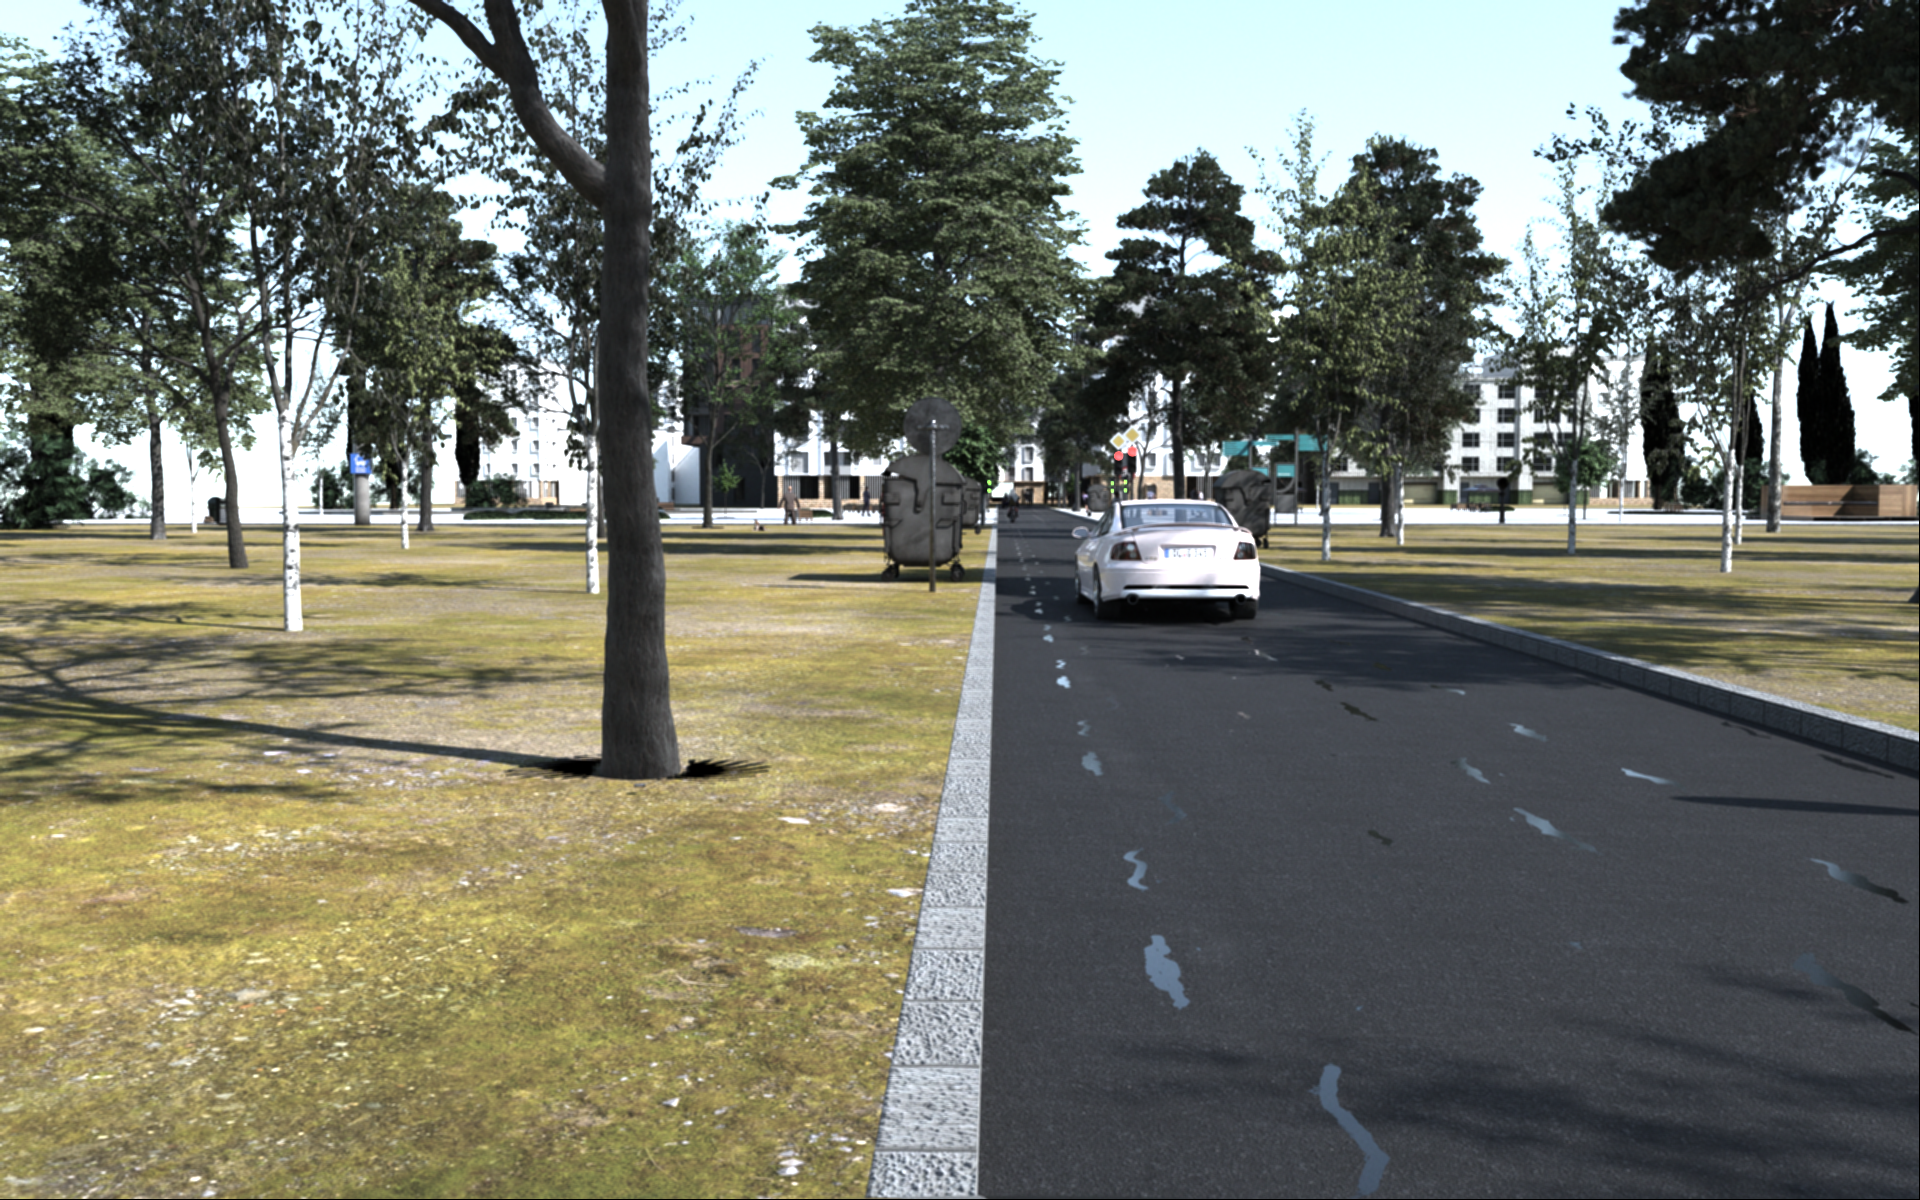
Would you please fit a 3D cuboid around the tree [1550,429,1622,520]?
[{"bbox_3d":[31.380,-6.305,86.796,4.285,4.588,4.351,0,3,0],"label":"tree"}]

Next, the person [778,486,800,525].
[{"bbox_3d":[-7.318,-3.978,74.091,0.990,1.755,0.434,-1,4,-16],"label":"person"}]

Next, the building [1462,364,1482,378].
[{"bbox_3d":[73.134,-23.861,246.543,11.380,20.091,16.016,0,4,1],"label":"building"}]

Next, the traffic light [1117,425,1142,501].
[{"bbox_3d":[6.880,-4.909,69.514,0.839,4.213,0.868,0,4,1],"label":"traffic light"}]

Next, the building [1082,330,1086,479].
[{"bbox_3d":[20.481,-19.489,175.061,16.016,20.091,11.380,0,4,1],"label":"building"}]

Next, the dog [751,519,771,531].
[{"bbox_3d":[-6.912,-2.600,60.242,0.748,0.427,0.550,-1,4,-9],"label":"dog"}]

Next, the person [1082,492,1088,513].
[{"bbox_3d":[8.614,-6.691,118.679,0.697,1.427,0.421,3,5,42],"label":"person"}]

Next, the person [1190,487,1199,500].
[{"bbox_3d":[14.300,-6.042,105.658,0.431,1.722,0.655,0,4,-7],"label":"person"}]

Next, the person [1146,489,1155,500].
[{"bbox_3d":[15.035,-7.948,136.938,0.756,1.711,0.436,0,4,-5],"label":"person"}]

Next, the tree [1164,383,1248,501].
[{"bbox_3d":[21.052,-13.541,147.152,9.928,11.665,9.643,0,3,0],"label":"tree"}]

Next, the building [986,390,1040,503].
[{"bbox_3d":[6.361,-23.941,247.857,11.380,20.091,16.016,0,4,1],"label":"building"}]

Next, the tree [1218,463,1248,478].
[{"bbox_3d":[22.206,-9.458,138.359,4.285,4.588,4.351,0,3,0],"label":"tree"}]

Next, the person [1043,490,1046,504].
[{"bbox_3d":[11.231,-13.561,228.283,0.721,1.766,1.217,0,4,4],"label":"person"}]

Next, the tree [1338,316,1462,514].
[{"bbox_3d":[28.195,-12.549,111.837,9.857,13.997,8.962,0,3,0],"label":"tree"}]

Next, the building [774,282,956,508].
[{"bbox_3d":[-8.370,-18.500,158.892,16.016,20.091,11.380,0,4,1],"label":"building"}]

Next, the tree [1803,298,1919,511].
[{"bbox_3d":[64.229,-13.480,122.221,13.155,14.587,18.604,0,4,-3],"label":"tree"}]

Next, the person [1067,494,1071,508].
[{"bbox_3d":[10.380,-9.708,164.779,0.705,1.822,1.348,1,4,13],"label":"person"}]

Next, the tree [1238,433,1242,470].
[{"bbox_3d":[20.952,-10.828,99.100,6.751,12.117,7.091,0,3,0],"label":"tree"}]

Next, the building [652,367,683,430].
[{"bbox_3d":[-38.388,-23.962,248.199,11.380,20.091,16.016,0,4,1],"label":"building"}]

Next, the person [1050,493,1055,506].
[{"bbox_3d":[10.067,-10.994,189.047,1.065,1.426,0.557,-3,5,-42],"label":"person"}]

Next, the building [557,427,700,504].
[{"bbox_3d":[-36.656,-17.163,222.760,28.070,9.664,9.099,0,4,1],"label":"building"}]

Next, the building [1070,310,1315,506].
[{"bbox_3d":[27.131,-22.342,209.267,27.936,21.610,32.646,0,4,1],"label":"building"}]

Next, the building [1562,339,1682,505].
[{"bbox_3d":[81.495,-22.035,216.686,11.380,20.091,16.016,0,4,1],"label":"building"}]

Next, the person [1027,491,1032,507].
[{"bbox_3d":[7.577,-11.081,190.205,0.617,1.759,0.750,-1,4,-9],"label":"person"}]

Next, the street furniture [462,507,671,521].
[{"bbox_3d":[-19.419,-4.337,86.539,10.072,0.657,5.734,0,4,-2],"label":"street furniture"}]

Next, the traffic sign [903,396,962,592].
[{"bbox_3d":[-0.361,-1.378,22.629,0.768,2.556,0.104,0,4,5],"label":"traffic sign"}]

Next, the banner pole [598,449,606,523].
[{"bbox_3d":[-16.172,-5.351,77.511,0.401,3.779,0.863,3,5,40],"label":"banner pole"}]

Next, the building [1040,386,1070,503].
[{"bbox_3d":[17.728,-23.897,247.139,11.380,20.091,16.016,0,4,1],"label":"building"}]

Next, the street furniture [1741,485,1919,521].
[{"bbox_3d":[43.918,-4.786,85.112,9.812,1.723,11.010,0,4,-4],"label":"street furniture"}]

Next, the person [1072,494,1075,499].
[{"bbox_3d":[11.172,-9.928,168.818,0.568,1.767,0.683,0,4,-2],"label":"person"}]

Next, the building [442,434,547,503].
[{"bbox_3d":[-58.181,-18.561,245.624,28.070,9.664,9.099,0,4,1],"label":"building"}]

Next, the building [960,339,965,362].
[{"bbox_3d":[-7.802,-19.194,170.241,16.016,20.091,11.380,0,4,1],"label":"building"}]

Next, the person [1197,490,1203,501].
[{"bbox_3d":[15.940,-6.537,115.132,0.590,1.554,0.614,1,4,23],"label":"person"}]

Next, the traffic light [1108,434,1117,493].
[{"bbox_3d":[7.057,-5.398,77.498,0.839,4.213,0.868,0,4,1],"label":"traffic light"}]

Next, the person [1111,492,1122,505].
[{"bbox_3d":[5.684,-3.184,63.021,0.387,1.526,0.523,-3,4,-37],"label":"person"}]

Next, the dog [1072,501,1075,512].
[{"bbox_3d":[8.481,-6.914,127.428,0.513,0.831,0.800,1,4,15],"label":"dog"}]

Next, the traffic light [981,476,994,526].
[{"bbox_3d":[1.097,-5.405,77.613,0.839,4.213,0.868,0,4,1],"label":"traffic light"}]

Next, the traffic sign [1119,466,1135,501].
[{"bbox_3d":[7.639,-4.843,79.283,0.768,2.556,0.104,0,4,8],"label":"traffic sign"}]

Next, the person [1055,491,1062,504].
[{"bbox_3d":[12.814,-13.521,227.199,1.348,1.812,0.705,2,4,26],"label":"person"}]

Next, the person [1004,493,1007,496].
[{"bbox_3d":[6.118,-13.353,228.285,0.593,1.643,0.415,-2,4,-31],"label":"person"}]

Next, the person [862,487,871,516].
[{"bbox_3d":[-5.314,-5.616,98.786,0.530,1.710,0.541,-2,4,-28],"label":"person"}]

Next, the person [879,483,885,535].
[{"bbox_3d":[-1.999,-2.516,48.889,0.444,1.614,0.593,-2,4,-27],"label":"person"}]

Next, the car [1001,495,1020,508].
[{"bbox_3d":[5.143,-10.040,176.729,1.945,1.354,3.894,0,4,2],"label":"car"}]

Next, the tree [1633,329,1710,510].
[{"bbox_3d":[61.013,-14.702,142.194,13.155,14.587,18.604,0,4,7],"label":"tree"}]

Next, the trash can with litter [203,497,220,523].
[{"bbox_3d":[-33.575,-4.065,77.848,0.624,1.170,1.055,0,4,-1],"label":"trash can with litter"}]

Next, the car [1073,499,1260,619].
[{"bbox_3d":[2.460,-0.542,21.217,2.083,1.381,4.827,0,4,-1],"label":"car"}]

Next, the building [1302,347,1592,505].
[{"bbox_3d":[60.047,-21.397,216.294,31.486,18.905,16.747,0,4,1],"label":"building"}]

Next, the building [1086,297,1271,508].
[{"bbox_3d":[20.460,-18.794,163.700,16.016,20.091,11.380,0,4,1],"label":"building"}]

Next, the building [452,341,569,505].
[{"bbox_3d":[-56.453,-22.202,219.429,11.380,20.091,16.016,0,4,1],"label":"building"}]

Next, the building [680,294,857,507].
[{"bbox_3d":[-14.353,-21.359,193.193,27.936,21.610,32.646,0,4,1],"label":"building"}]

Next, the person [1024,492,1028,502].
[{"bbox_3d":[8.778,-13.354,227.278,0.683,1.767,0.568,0,4,-3],"label":"person"}]

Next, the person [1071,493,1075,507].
[{"bbox_3d":[11.634,-10.516,177.606,1.348,1.869,0.705,1,4,13],"label":"person"}]

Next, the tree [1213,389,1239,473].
[{"bbox_3d":[21.935,-12.680,129.368,6.751,12.117,7.091,0,3,0],"label":"tree"}]

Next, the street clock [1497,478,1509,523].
[{"bbox_3d":[23.979,-4.403,76.565,0.471,2.002,0.358,0,4,-5],"label":"street clock"}]
